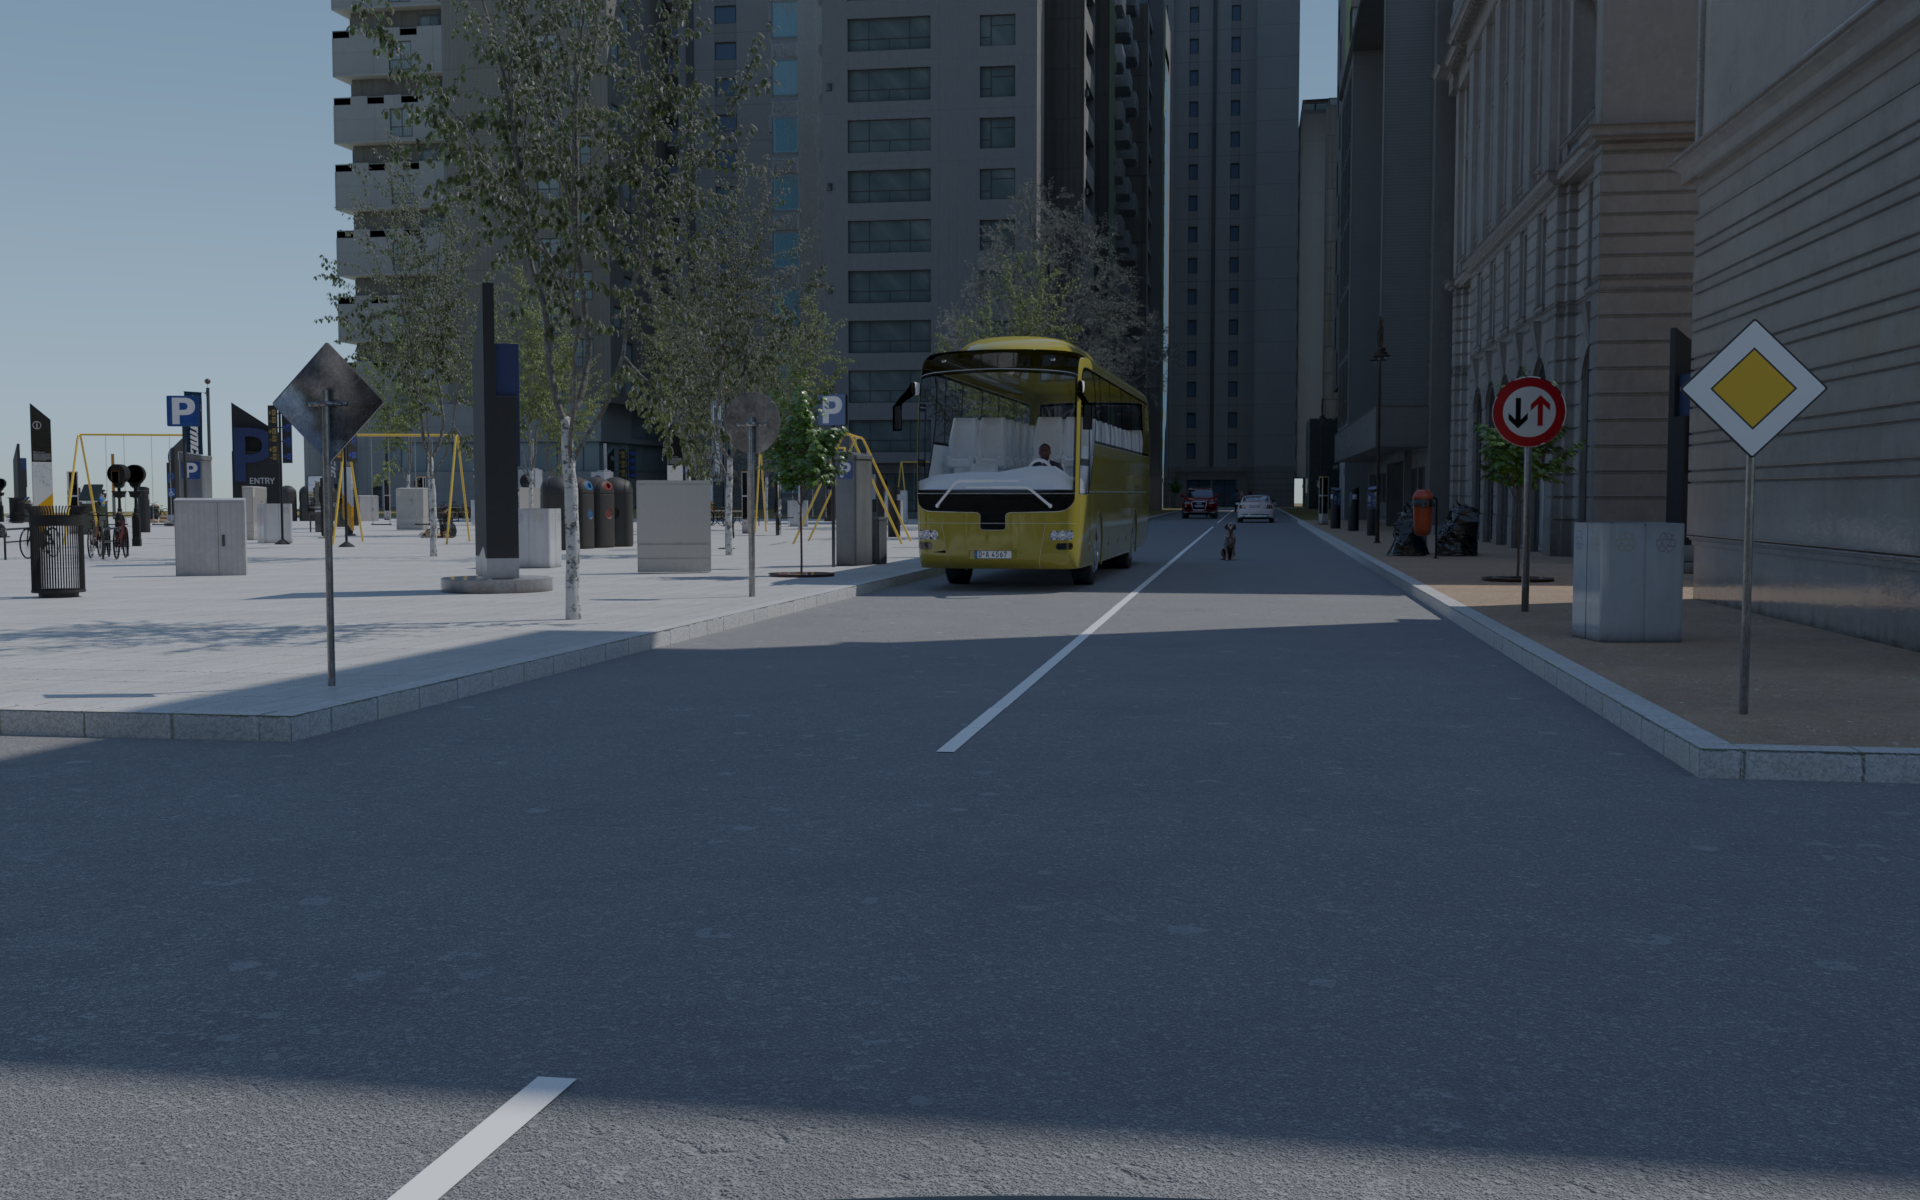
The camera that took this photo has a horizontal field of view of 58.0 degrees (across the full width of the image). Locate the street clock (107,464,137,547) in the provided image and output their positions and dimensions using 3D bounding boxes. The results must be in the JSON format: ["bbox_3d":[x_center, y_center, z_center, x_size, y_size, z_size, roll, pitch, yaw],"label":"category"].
[{"bbox_3d":[-20.285,-2.277,41.800,0.471,2.002,0.358,0,4,8],"label":"street clock"}]

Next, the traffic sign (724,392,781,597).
[{"bbox_3d":[-2.601,-1.314,21.583,0.768,2.556,0.104,1,4,18],"label":"traffic sign"}]

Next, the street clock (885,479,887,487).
[{"bbox_3d":[-3.765,-4.899,84.670,0.358,2.002,0.471,2,4,30],"label":"street clock"}]

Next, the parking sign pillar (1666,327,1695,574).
[{"bbox_3d":[12.204,-2.429,28.194,1.447,3.967,1.447,-1,4,-15],"label":"parking sign pillar"}]

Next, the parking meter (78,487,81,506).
[{"bbox_3d":[-32.973,-3.435,64.575,0.372,1.533,0.369,0,3,0],"label":"parking meter"}]

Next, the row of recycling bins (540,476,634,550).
[{"bbox_3d":[-8.843,-2.072,40.986,1.069,1.692,3.534,1,4,17],"label":"row of recycling bins"}]

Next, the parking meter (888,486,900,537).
[{"bbox_3d":[-1.963,-2.641,51.586,0.372,1.533,0.369,0,3,0],"label":"parking meter"}]

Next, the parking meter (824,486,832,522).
[{"bbox_3d":[-6.126,-4.591,80.780,0.399,1.863,0.255,-2,4,-24],"label":"parking meter"}]

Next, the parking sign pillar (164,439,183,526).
[{"bbox_3d":[-31.096,-4.940,69.243,1.447,3.967,1.447,1,4,15],"label":"parking sign pillar"}]

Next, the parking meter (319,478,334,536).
[{"bbox_3d":[-19.321,-2.880,52.798,0.399,1.863,0.255,-1,4,-18],"label":"parking meter"}]

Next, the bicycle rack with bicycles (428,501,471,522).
[{"bbox_3d":[-26.461,-4.603,88.641,2.925,0.926,2.852,-3,4,-38],"label":"bicycle rack with bicycles"}]

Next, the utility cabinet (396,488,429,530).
[{"bbox_3d":[-19.249,-3.190,60.842,1.173,1.500,0.318,1,4,22],"label":"utility cabinet"}]

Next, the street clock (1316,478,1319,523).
[{"bbox_3d":[16.031,-4.417,76.790,0.358,2.002,0.471,-2,4,-29],"label":"street clock"}]

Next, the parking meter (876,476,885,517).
[{"bbox_3d":[-2.635,-3.165,57.464,0.255,1.863,0.399,0,4,-5],"label":"parking meter"}]

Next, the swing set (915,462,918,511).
[{"bbox_3d":[-1.323,-5.252,83.485,3.119,2.851,2.862,-1,4,-14],"label":"swing set"}]

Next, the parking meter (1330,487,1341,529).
[{"bbox_3d":[13.952,-3.419,64.316,0.372,1.533,0.369,0,3,0],"label":"parking meter"}]

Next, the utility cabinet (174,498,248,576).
[{"bbox_3d":[-11.779,-0.983,27.239,1.020,1.237,0.306,-1,4,-17],"label":"utility cabinet"}]

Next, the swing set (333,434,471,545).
[{"bbox_3d":[-14.662,-2.908,45.170,3.119,2.851,2.862,0,4,-4],"label":"swing set"}]

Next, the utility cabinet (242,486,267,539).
[{"bbox_3d":[-19.803,-2.447,48.684,0.318,1.500,1.173,0,4,-4],"label":"utility cabinet"}]

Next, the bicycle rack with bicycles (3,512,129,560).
[{"bbox_3d":[-17.743,-1.311,34.815,2.852,0.926,2.925,-1,4,-10],"label":"bicycle rack with bicycles"}]

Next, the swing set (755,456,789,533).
[{"bbox_3d":[-5.126,-3.678,57.763,3.119,2.851,2.862,0,4,1],"label":"swing set"}]

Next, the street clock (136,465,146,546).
[{"bbox_3d":[-20.227,-2.320,42.506,0.471,2.002,0.358,-1,4,-11],"label":"street clock"}]

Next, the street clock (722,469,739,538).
[{"bbox_3d":[-6.687,-2.799,50.327,0.471,2.002,0.358,2,4,27],"label":"street clock"}]

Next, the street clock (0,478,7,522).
[{"bbox_3d":[-43.788,-4.556,79.068,0.471,2.002,0.358,-1,4,-10],"label":"street clock"}]

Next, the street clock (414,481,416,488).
[{"bbox_3d":[-25.494,-4.718,81.709,0.471,2.002,0.358,1,4,11],"label":"street clock"}]

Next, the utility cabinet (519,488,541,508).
[{"bbox_3d":[-14.749,-3.104,59.433,0.318,1.500,1.173,3,4,37],"label":"utility cabinet"}]

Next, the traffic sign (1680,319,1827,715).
[{"bbox_3d":[4.566,-0.391,10.035,0.795,2.450,0.064,1,4,10],"label":"traffic sign"}]

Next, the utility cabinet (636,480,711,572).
[{"bbox_3d":[-4.649,-1.190,28.138,1.173,1.500,0.318,-1,4,-12],"label":"utility cabinet"}]

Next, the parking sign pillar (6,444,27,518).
[{"bbox_3d":[-50.474,-6.393,92.996,1.447,3.967,1.447,-3,4,-38],"label":"parking sign pillar"}]

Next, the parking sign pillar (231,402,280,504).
[{"bbox_3d":[-20.701,-3.821,50.947,1.447,3.967,1.447,-1,4,-18],"label":"parking sign pillar"}]

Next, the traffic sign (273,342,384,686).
[{"bbox_3d":[-4.202,-0.482,11.528,0.795,2.450,0.064,1,4,10],"label":"traffic sign"}]

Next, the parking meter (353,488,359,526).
[{"bbox_3d":[-24.528,-3.771,70.064,0.372,1.533,0.369,0,3,0],"label":"parking meter"}]

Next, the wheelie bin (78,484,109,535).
[{"bbox_3d":[-27.475,-2.875,54.910,0.980,1.594,0.693,0,4,4],"label":"wheelie bin"}]

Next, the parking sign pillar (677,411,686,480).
[{"bbox_3d":[-9.016,-4.088,55.306,1.447,3.967,1.447,-1,4,-15],"label":"parking sign pillar"}]

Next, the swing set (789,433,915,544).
[{"bbox_3d":[-2.805,-2.950,45.856,2.862,2.851,3.119,0,4,3],"label":"swing set"}]

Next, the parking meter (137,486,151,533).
[{"bbox_3d":[-27.241,-3.021,57.804,0.372,1.533,0.369,0,3,0],"label":"parking meter"}]

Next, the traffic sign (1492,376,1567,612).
[{"bbox_3d":[6.167,-1.145,18.825,0.768,2.556,0.104,1,4,16],"label":"traffic sign"}]

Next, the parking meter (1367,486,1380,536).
[{"bbox_3d":[12.750,-2.753,53.422,0.372,1.533,0.369,0,3,0],"label":"parking meter"}]

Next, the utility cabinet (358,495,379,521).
[{"bbox_3d":[-27.944,-4.314,81.703,0.306,1.237,1.020,3,4,38],"label":"utility cabinet"}]

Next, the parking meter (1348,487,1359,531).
[{"bbox_3d":[13.650,-3.159,60.065,0.372,1.533,0.369,0,3,0],"label":"parking meter"}]

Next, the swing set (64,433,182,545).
[{"bbox_3d":[-21.191,-2.896,44.973,3.119,2.851,2.862,-1,4,-9],"label":"swing set"}]

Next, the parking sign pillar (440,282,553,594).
[{"bbox_3d":[-6.125,-2.100,22.814,1.447,3.967,1.447,-1,4,-22],"label":"parking sign pillar"}]
